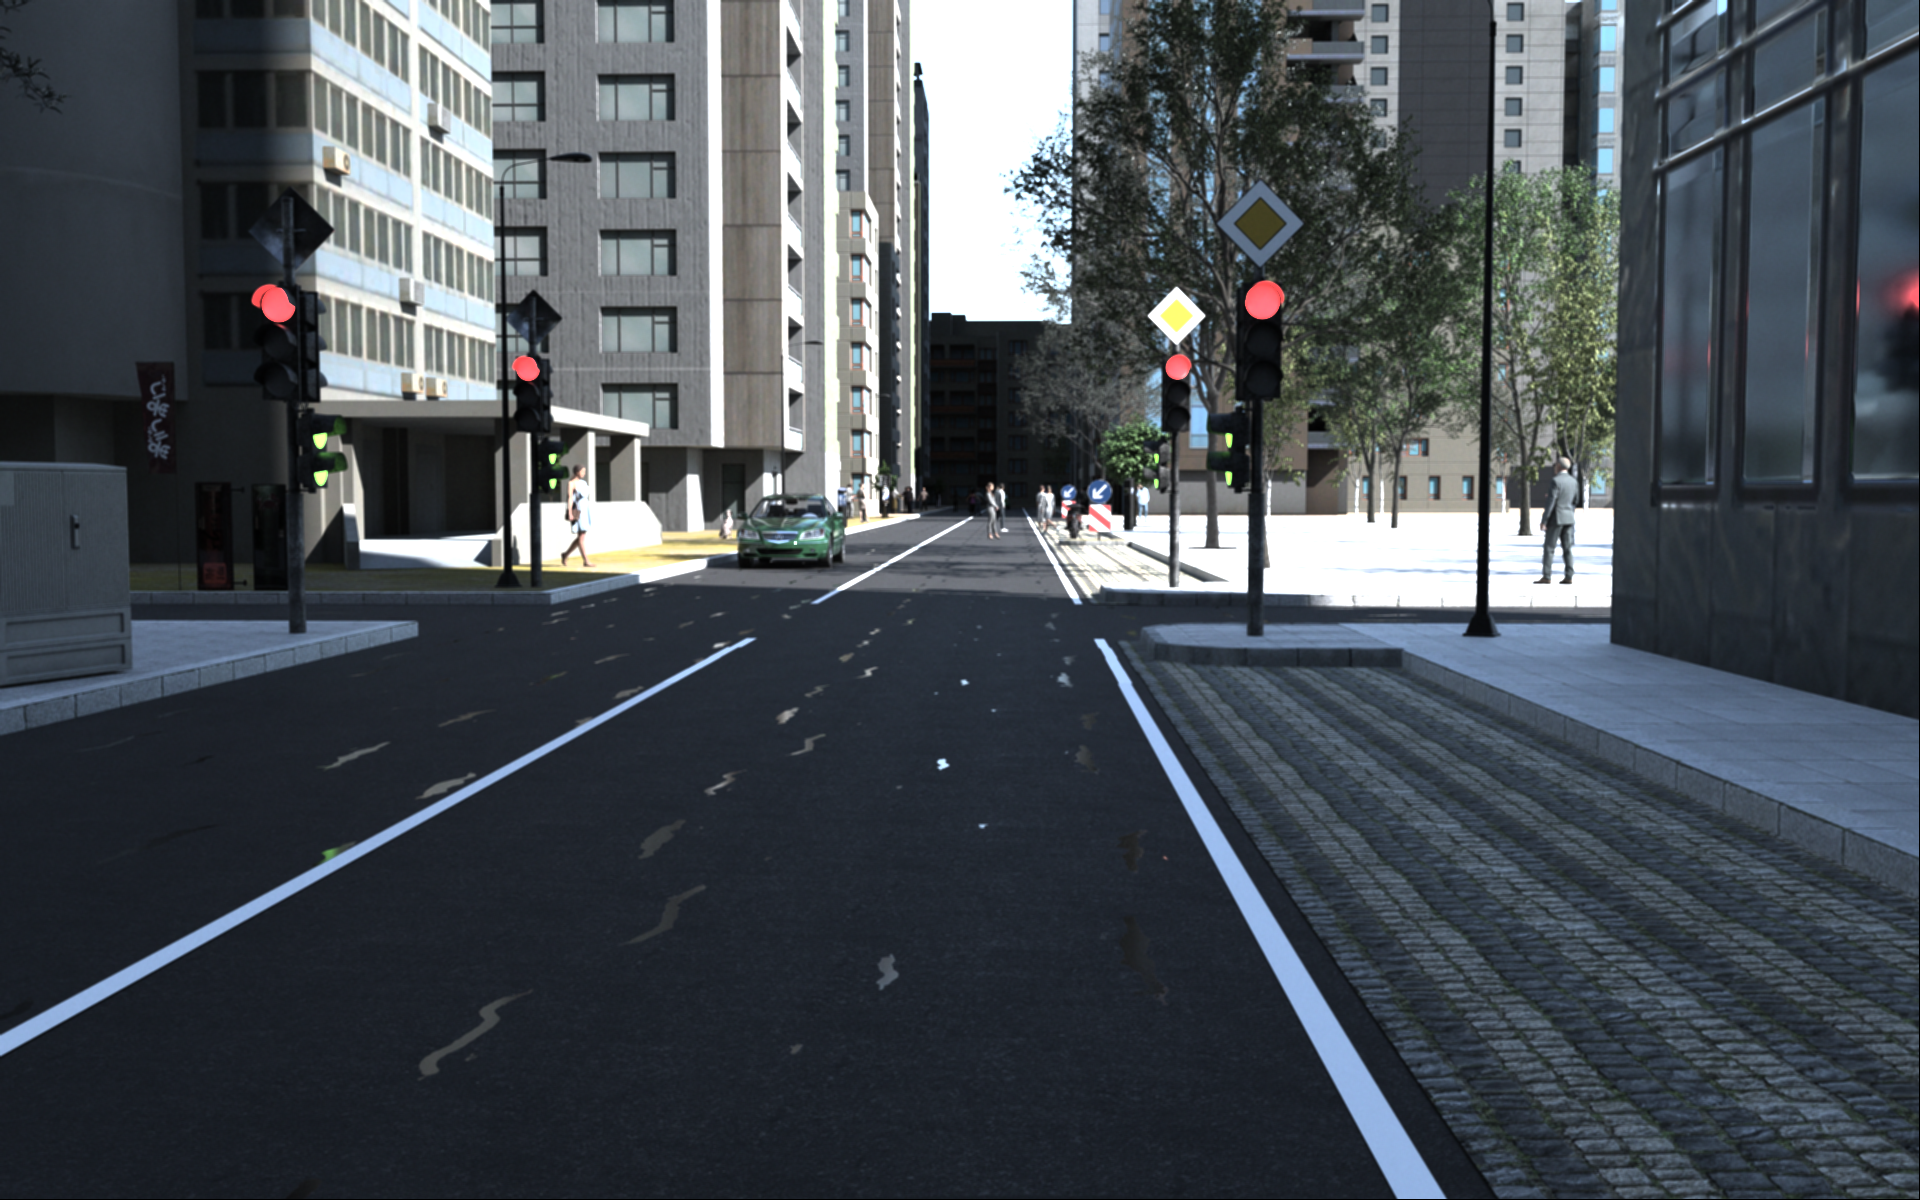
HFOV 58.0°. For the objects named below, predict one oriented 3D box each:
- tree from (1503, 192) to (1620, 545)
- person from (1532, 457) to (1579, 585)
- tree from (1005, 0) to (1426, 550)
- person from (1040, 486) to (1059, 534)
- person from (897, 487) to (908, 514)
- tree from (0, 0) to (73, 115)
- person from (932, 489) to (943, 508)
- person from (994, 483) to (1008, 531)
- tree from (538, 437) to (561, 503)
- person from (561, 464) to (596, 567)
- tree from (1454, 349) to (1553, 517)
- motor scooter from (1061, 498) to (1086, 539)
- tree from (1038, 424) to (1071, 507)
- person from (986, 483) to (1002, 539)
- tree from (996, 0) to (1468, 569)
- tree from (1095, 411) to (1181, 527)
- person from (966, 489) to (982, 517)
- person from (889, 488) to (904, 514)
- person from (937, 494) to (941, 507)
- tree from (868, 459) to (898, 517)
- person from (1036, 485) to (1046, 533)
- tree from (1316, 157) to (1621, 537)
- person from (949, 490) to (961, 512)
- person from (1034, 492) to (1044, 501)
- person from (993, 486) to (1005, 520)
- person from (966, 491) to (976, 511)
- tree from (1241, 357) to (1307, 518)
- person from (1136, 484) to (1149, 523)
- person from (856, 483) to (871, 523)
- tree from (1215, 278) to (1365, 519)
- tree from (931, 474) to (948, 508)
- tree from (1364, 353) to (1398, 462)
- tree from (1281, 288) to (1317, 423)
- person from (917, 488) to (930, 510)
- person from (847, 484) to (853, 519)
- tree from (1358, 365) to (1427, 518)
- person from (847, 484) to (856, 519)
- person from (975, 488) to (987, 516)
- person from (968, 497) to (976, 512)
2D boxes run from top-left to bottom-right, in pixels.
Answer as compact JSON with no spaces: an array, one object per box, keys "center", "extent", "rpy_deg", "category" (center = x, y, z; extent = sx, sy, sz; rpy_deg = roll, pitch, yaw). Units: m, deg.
[{"center":[15.431,-5.684,43.290],"extent":[4.737,8.622,4.395],"rpy_deg":[0,3,0],"category":"tree"},{"center":[8.476,-1.129,24.674],"extent":[0.661,1.801,0.590],"rpy_deg":[-2,4,-31],"category":"person"},{"center":[5.846,-7.939,40.174],"extent":[12.009,13.543,11.850],"rpy_deg":[0,3,0],"category":"tree"},{"center":[3.197,-3.194,61.470],"extent":[0.760,1.731,0.466],"rpy_deg":[1,4,22],"category":"person"},{"center":[-3.586,-6.559,113.804],"extent":[1.217,1.766,0.721],"rpy_deg":[2,4,33],"category":"person"},{"center":[-7.645,-5.978,8.113],"extent":[12.009,13.543,11.850],"rpy_deg":[0,3,0],"category":"tree"},{"center":[-2.130,-9.476,161.801],"extent":[1.217,1.723,0.721],"rpy_deg":[1,4,18],"category":"person"},{"center":[1.467,-3.564,66.609],"extent":[0.795,1.843,0.661],"rpy_deg":[-2,4,-30],"category":"person"},{"center":[-13.145,-3.720,55.429],"extent":[1.663,3.219,1.824],"rpy_deg":[0,3,0],"category":"tree"},{"center":[-6.759,-1.490,30.493],"extent":[0.778,1.811,0.616],"rpy_deg":[2,4,26],"category":"person"},{"center":[26.703,-8.339,86.709],"extent":[4.360,8.622,3.978],"rpy_deg":[0,3,0],"category":"tree"},{"center":[3.637,-2.605,55.366],"extent":[0.815,1.314,1.986],"rpy_deg":[0,4,2],"category":"motor scooter"},{"center":[10.058,-13.798,175.962],"extent":[4.737,8.622,4.395],"rpy_deg":[0,3,0],"category":"tree"},{"center":[1.081,-2.822,54.912],"extent":[0.573,1.790,0.520],"rpy_deg":[-1,4,-12],"category":"person"},{"center":[5.147,-5.842,29.934],"extent":[8.767,10.594,7.601],"rpy_deg":[-1,4,-16],"category":"tree"},{"center":[7.035,-5.191,68.592],"extent":[4.285,4.588,4.351],"rpy_deg":[0,3,0],"category":"tree"},{"center":[0.863,-6.099,108.905],"extent":[1.217,1.739,0.721],"rpy_deg":[3,5,40],"category":"person"},{"center":[-4.115,-6.302,109.807],"extent":[1.217,1.736,0.721],"rpy_deg":[2,4,31],"category":"person"},{"center":[-2.272,-10.340,178.235],"extent":[0.621,1.740,0.551],"rpy_deg":[-1,4,-10],"category":"person"},{"center":[-4.317,-6.201,95.986],"extent":[1.663,3.219,1.824],"rpy_deg":[0,3,0],"category":"tree"},{"center":[3.106,-3.380,64.331],"extent":[0.480,1.755,0.524],"rpy_deg":[2,4,29],"category":"person"},{"center":[17.298,-7.748,52.435],"extent":[9.928,11.665,9.643],"rpy_deg":[0,3,0],"category":"tree"},{"center":[-0.404,-7.909,138.525],"extent":[1.217,1.735,0.721],"rpy_deg":[-2,4,-34],"category":"person"},{"center":[5.417,-6.346,113.077],"extent":[1.217,1.723,0.721],"rpy_deg":[0,4,1],"category":"person"},{"center":[2.116,-5.346,95.266],"extent":[0.648,1.900,0.474],"rpy_deg":[2,4,35],"category":"person"},{"center":[0.907,-8.242,144.086],"extent":[0.721,1.723,1.217],"rpy_deg":[3,5,41],"category":"person"},{"center":[16.735,-8.772,93.791],"extent":[4.360,8.622,3.978],"rpy_deg":[0,3,0],"category":"tree"},{"center":[7.973,-4.239,75.622],"extent":[0.793,1.790,0.793],"rpy_deg":[-3,5,-42],"category":"person"},{"center":[-4.303,-4.326,77.120],"extent":[0.599,1.781,0.374],"rpy_deg":[2,4,31],"category":"person"},{"center":[9.877,-6.486,56.411],"extent":[4.737,8.622,4.395],"rpy_deg":[0,3,0],"category":"tree"},{"center":[-2.003,-10.379,164.294],"extent":[1.663,3.219,1.824],"rpy_deg":[0,3,0],"category":"tree"},{"center":[20.138,-8.404,87.761],"extent":[4.737,8.622,4.395],"rpy_deg":[0,3,0],"category":"tree"},{"center":[17.950,-9.187,75.966],"extent":[9.928,11.665,9.643],"rpy_deg":[0,3,0],"category":"tree"},{"center":[-2.870,-7.902,135.788],"extent":[0.990,1.755,0.434],"rpy_deg":[-1,4,-9],"category":"person"},{"center":[-5.751,-5.022,88.333],"extent":[0.592,1.802,0.473],"rpy_deg":[0,4,-8],"category":"person"},{"center":[23.099,-8.770,93.755],"extent":[4.360,8.622,3.978],"rpy_deg":[0,3,0],"category":"tree"},{"center":[-5.665,-5.109,89.768],"extent":[0.583,1.804,0.606],"rpy_deg":[1,4,16],"category":"person"},{"center":[1.232,-6.520,115.181],"extent":[1.350,1.814,0.705],"rpy_deg":[3,4,37],"category":"person"},{"center":[1.035,-8.088,141.417],"extent":[1.217,1.739,0.721],"rpy_deg":[-3,5,-44],"category":"person"}]
